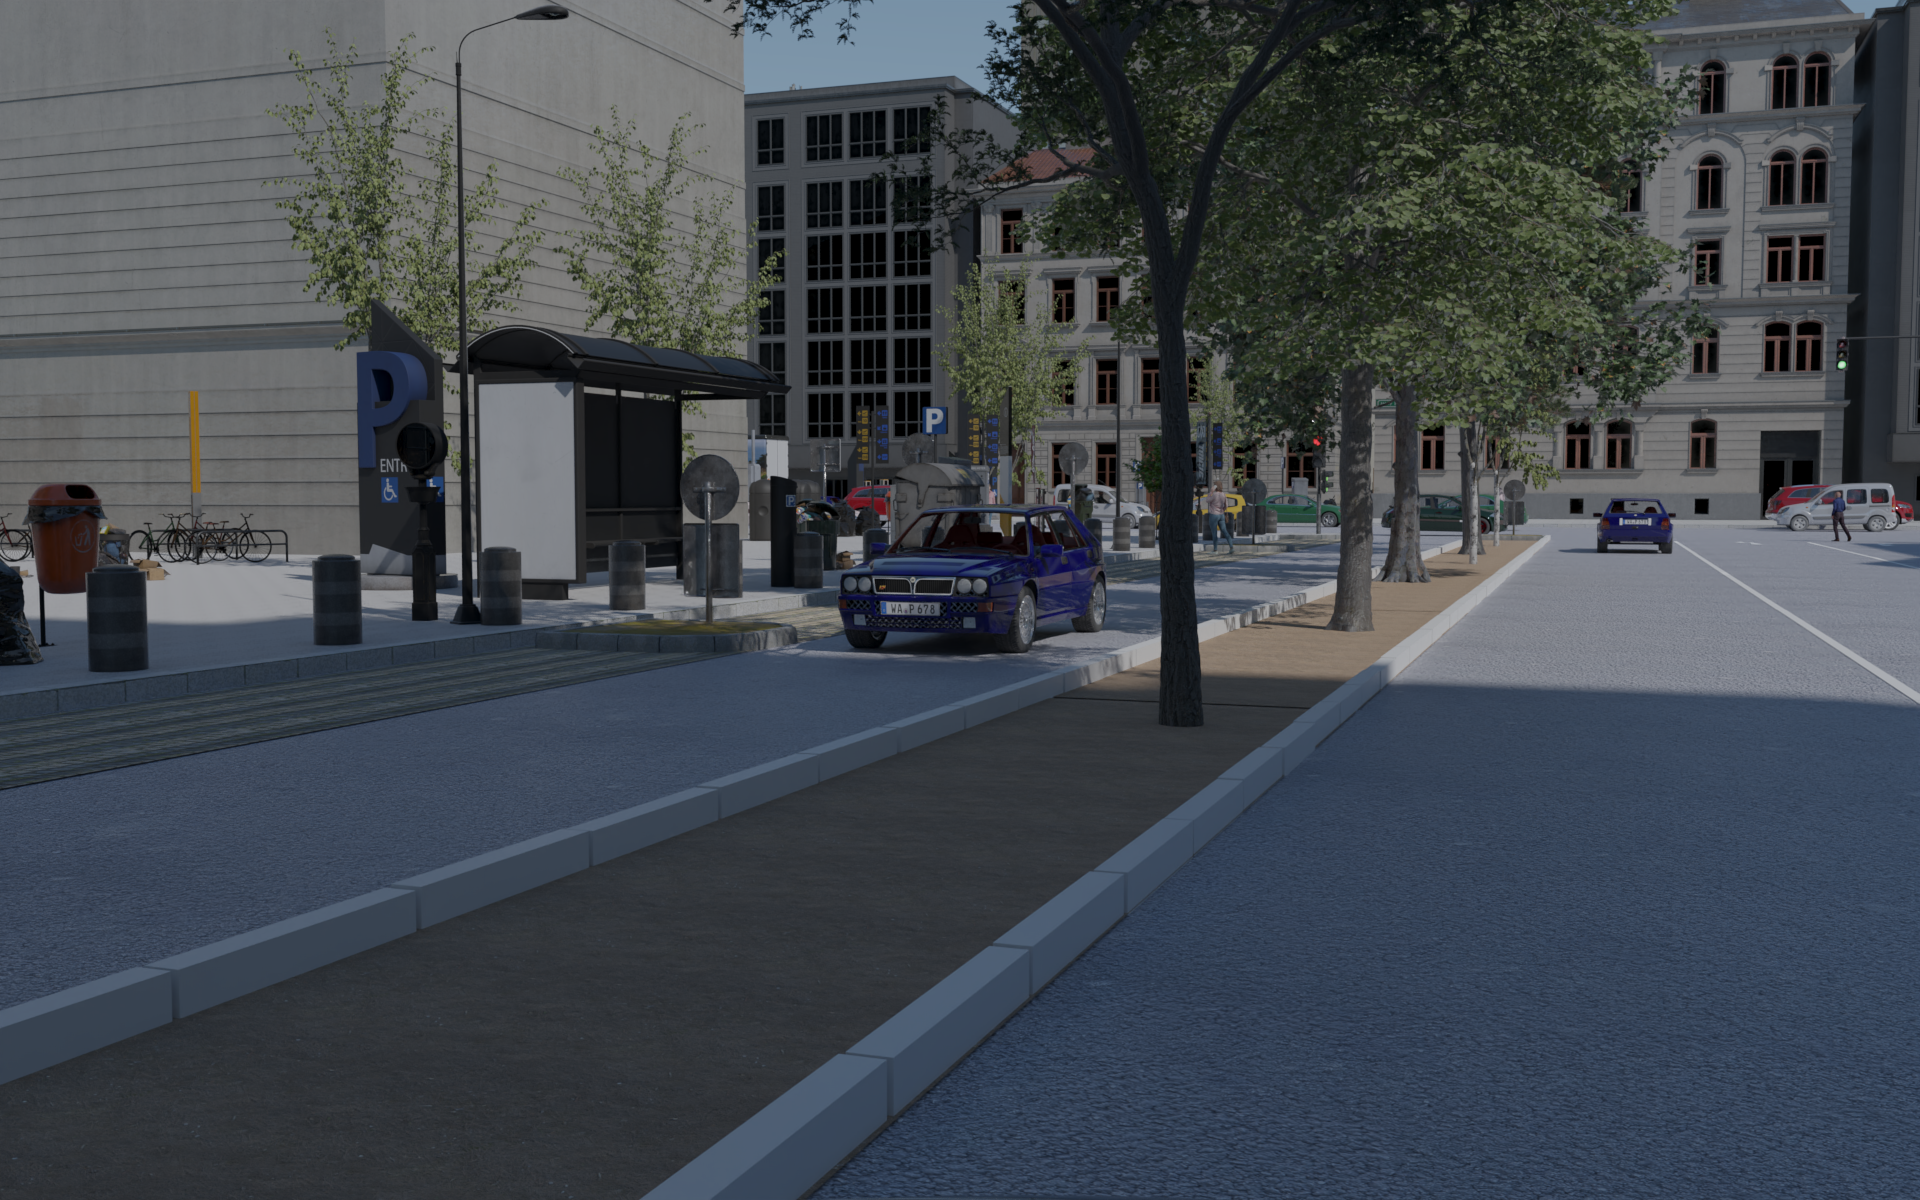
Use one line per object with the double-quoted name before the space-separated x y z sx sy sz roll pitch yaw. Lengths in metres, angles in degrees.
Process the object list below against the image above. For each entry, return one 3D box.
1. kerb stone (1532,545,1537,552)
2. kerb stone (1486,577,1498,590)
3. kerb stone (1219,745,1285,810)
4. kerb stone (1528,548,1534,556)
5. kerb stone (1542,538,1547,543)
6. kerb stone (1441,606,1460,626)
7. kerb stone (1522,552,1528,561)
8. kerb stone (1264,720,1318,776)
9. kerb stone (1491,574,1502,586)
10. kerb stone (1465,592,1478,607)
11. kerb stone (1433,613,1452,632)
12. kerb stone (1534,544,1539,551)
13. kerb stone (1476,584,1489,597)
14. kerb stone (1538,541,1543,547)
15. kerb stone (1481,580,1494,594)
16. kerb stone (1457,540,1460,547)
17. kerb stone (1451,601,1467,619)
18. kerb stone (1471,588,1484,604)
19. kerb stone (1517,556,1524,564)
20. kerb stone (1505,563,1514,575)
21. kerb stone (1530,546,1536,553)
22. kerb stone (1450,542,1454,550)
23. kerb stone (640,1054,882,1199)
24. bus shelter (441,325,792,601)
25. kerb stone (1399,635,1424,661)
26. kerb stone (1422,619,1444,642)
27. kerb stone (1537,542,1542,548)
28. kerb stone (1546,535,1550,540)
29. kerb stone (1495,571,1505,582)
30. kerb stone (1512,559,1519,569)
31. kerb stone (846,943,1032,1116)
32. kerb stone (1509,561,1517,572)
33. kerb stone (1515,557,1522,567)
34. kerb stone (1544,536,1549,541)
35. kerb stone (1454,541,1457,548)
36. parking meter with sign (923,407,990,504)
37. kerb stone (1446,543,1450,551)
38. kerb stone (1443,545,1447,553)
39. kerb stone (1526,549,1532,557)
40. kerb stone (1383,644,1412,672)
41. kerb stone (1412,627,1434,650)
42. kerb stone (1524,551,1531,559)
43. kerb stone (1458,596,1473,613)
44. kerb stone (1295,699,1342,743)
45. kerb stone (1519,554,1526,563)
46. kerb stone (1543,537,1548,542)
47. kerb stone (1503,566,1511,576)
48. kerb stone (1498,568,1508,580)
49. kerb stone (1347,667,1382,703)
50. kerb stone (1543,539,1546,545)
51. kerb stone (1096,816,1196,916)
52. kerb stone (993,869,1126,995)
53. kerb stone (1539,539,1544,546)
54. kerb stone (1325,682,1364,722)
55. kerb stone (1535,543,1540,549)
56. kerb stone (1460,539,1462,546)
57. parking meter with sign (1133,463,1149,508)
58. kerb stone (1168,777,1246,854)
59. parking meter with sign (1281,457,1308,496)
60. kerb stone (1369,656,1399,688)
"kerb stone" 13.531 -1.150 41.043 0.120 0.150 1.000 1 4 20
"kerb stone" 7.828 -0.210 25.634 0.120 0.150 1.000 1 4 20
"kerb stone" 1.396 0.851 8.288 0.120 0.150 1.000 1 4 20
"kerb stone" 12.828 -1.035 39.117 0.120 0.150 1.000 1 4 20
"kerb stone" 16.042 -1.563 47.793 0.120 0.150 1.000 1 4 20
"kerb stone" 5.325 0.202 18.886 0.120 0.150 1.000 1 4 20
"kerb stone" 11.752 -0.858 36.231 0.120 0.150 1.000 1 4 20
"kerb stone" 1.761 0.792 9.253 0.120 0.150 1.000 1 4 20
"kerb stone" 8.186 -0.265 26.594 0.120 0.150 1.000 1 4 20
"kerb stone" 6.391 0.032 21.781 0.120 0.150 1.000 1 4 20
"kerb stone" 4.962 0.265 17.927 0.120 0.150 1.000 1 4 20
"kerb stone" 13.896 -1.212 42.005 0.120 0.150 1.000 1 4 20
"kerb stone" 7.110 -0.087 23.710 0.120 0.150 1.000 1 4 20
"kerb stone" 14.969 -1.389 44.903 0.120 0.150 1.000 1 4 20
"kerb stone" 7.475 -0.151 24.668 0.120 0.150 1.000 1 4 20
"kerb stone" 13.008 -1.436 45.669 0.120 0.150 1.000 1 4 20
"kerb stone" 5.682 0.144 19.846 0.120 0.150 1.000 1 4 20
"kerb stone" 6.754 -0.028 22.740 0.120 0.150 1.000 1 4 20
"kerb stone" 11.039 -0.739 34.309 0.120 0.150 1.000 1 4 20
"kerb stone" 9.610 -0.504 30.442 0.120 0.150 1.000 1 4 20
"kerb stone" 13.185 -1.094 40.077 0.120 0.150 1.000 1 4 20
"kerb stone" 12.299 -1.318 43.738 0.120 0.150 1.000 1 4 20
"kerb stone" -0.395 1.144 3.484 0.120 0.150 1.000 1 4 20
"bus shelter" -4.384 -1.799 23.338 2.014 3.302 5.546 1 4 20
"kerb stone" 3.897 0.438 15.039 0.120 0.150 1.000 1 4 20
"kerb stone" 4.612 0.320 16.963 0.120 0.150 1.000 1 4 20
"kerb stone" 14.612 -1.330 43.943 0.120 0.150 1.000 1 4 20
"kerb stone" 17.108 -1.729 50.678 0.120 0.150 1.000 1 4 20
"kerb stone" 8.540 -0.321 27.560 0.120 0.150 1.000 1 4 20
"kerb stone" 10.323 -0.623 32.379 0.120 0.150 1.000 1 4 20
"kerb stone" -0.034 1.090 4.445 0.120 0.150 1.000 1 4 20
"kerb stone" 9.967 -0.561 31.413 0.120 0.150 1.000 1 4 20
"kerb stone" 10.686 -0.682 33.346 0.120 0.150 1.000 1 4 20
"kerb stone" 16.747 -1.683 49.718 0.120 0.150 1.000 1 4 20
"kerb stone" 12.654 -1.374 44.699 0.120 0.150 1.000 1 4 20
"parking meter with sign" -0.076 -2.393 35.393 0.543 3.016 1.738 2 4 30
"kerb stone" 11.948 -1.259 42.775 0.120 0.150 1.000 1 4 20
"kerb stone" 11.586 -1.200 41.808 0.120 0.150 1.000 1 4 20
"kerb stone" 12.472 -0.972 38.156 0.120 0.150 1.000 1 4 20
"kerb stone" 3.540 0.496 14.078 0.120 0.150 1.000 1 4 20
"kerb stone" 4.251 0.383 16.001 0.120 0.150 1.000 1 4 20
"kerb stone" 12.115 -0.917 37.194 0.120 0.150 1.000 1 4 20
"kerb stone" 6.039 0.084 20.819 0.120 0.150 1.000 1 4 20
"kerb stone" 2.110 0.732 10.228 0.120 0.150 1.000 1 4 20
"kerb stone" 11.393 -0.800 35.270 0.120 0.150 1.000 1 4 20
"kerb stone" 16.395 -1.624 48.755 0.120 0.150 1.000 1 4 20
"kerb stone" 9.247 -0.446 29.483 0.120 0.150 1.000 1 4 20
"kerb stone" 8.897 -0.387 28.520 0.120 0.150 1.000 1 4 20
"kerb stone" 2.823 0.614 12.150 0.120 0.150 1.000 1 4 20
"kerb stone" 15.692 -1.507 46.827 0.120 0.150 1.000 1 4 20
"kerb stone" 0.686 0.969 6.364 0.120 0.150 1.000 1 4 20
"kerb stone" 0.324 1.028 5.406 0.120 0.150 1.000 1 4 20
"kerb stone" 15.330 -1.448 45.863 0.120 0.150 1.000 1 4 20
"kerb stone" 2.468 0.674 11.188 0.120 0.150 1.000 1 4 20
"kerb stone" 14.259 -1.270 42.981 0.120 0.150 1.000 1 4 20
"kerb stone" 13.366 -1.492 46.630 0.120 0.150 1.000 1 4 20
"parking meter with sign" 9.671 -5.870 92.236 0.543 3.016 1.738 1 4 19
"kerb stone" 1.041 0.913 7.326 0.120 0.150 1.000 1 4 20
"parking meter with sign" 15.947 -5.196 81.207 1.738 3.016 0.543 0 4 -5
"kerb stone" 3.187 0.560 13.116 0.120 0.150 1.000 1 4 20
